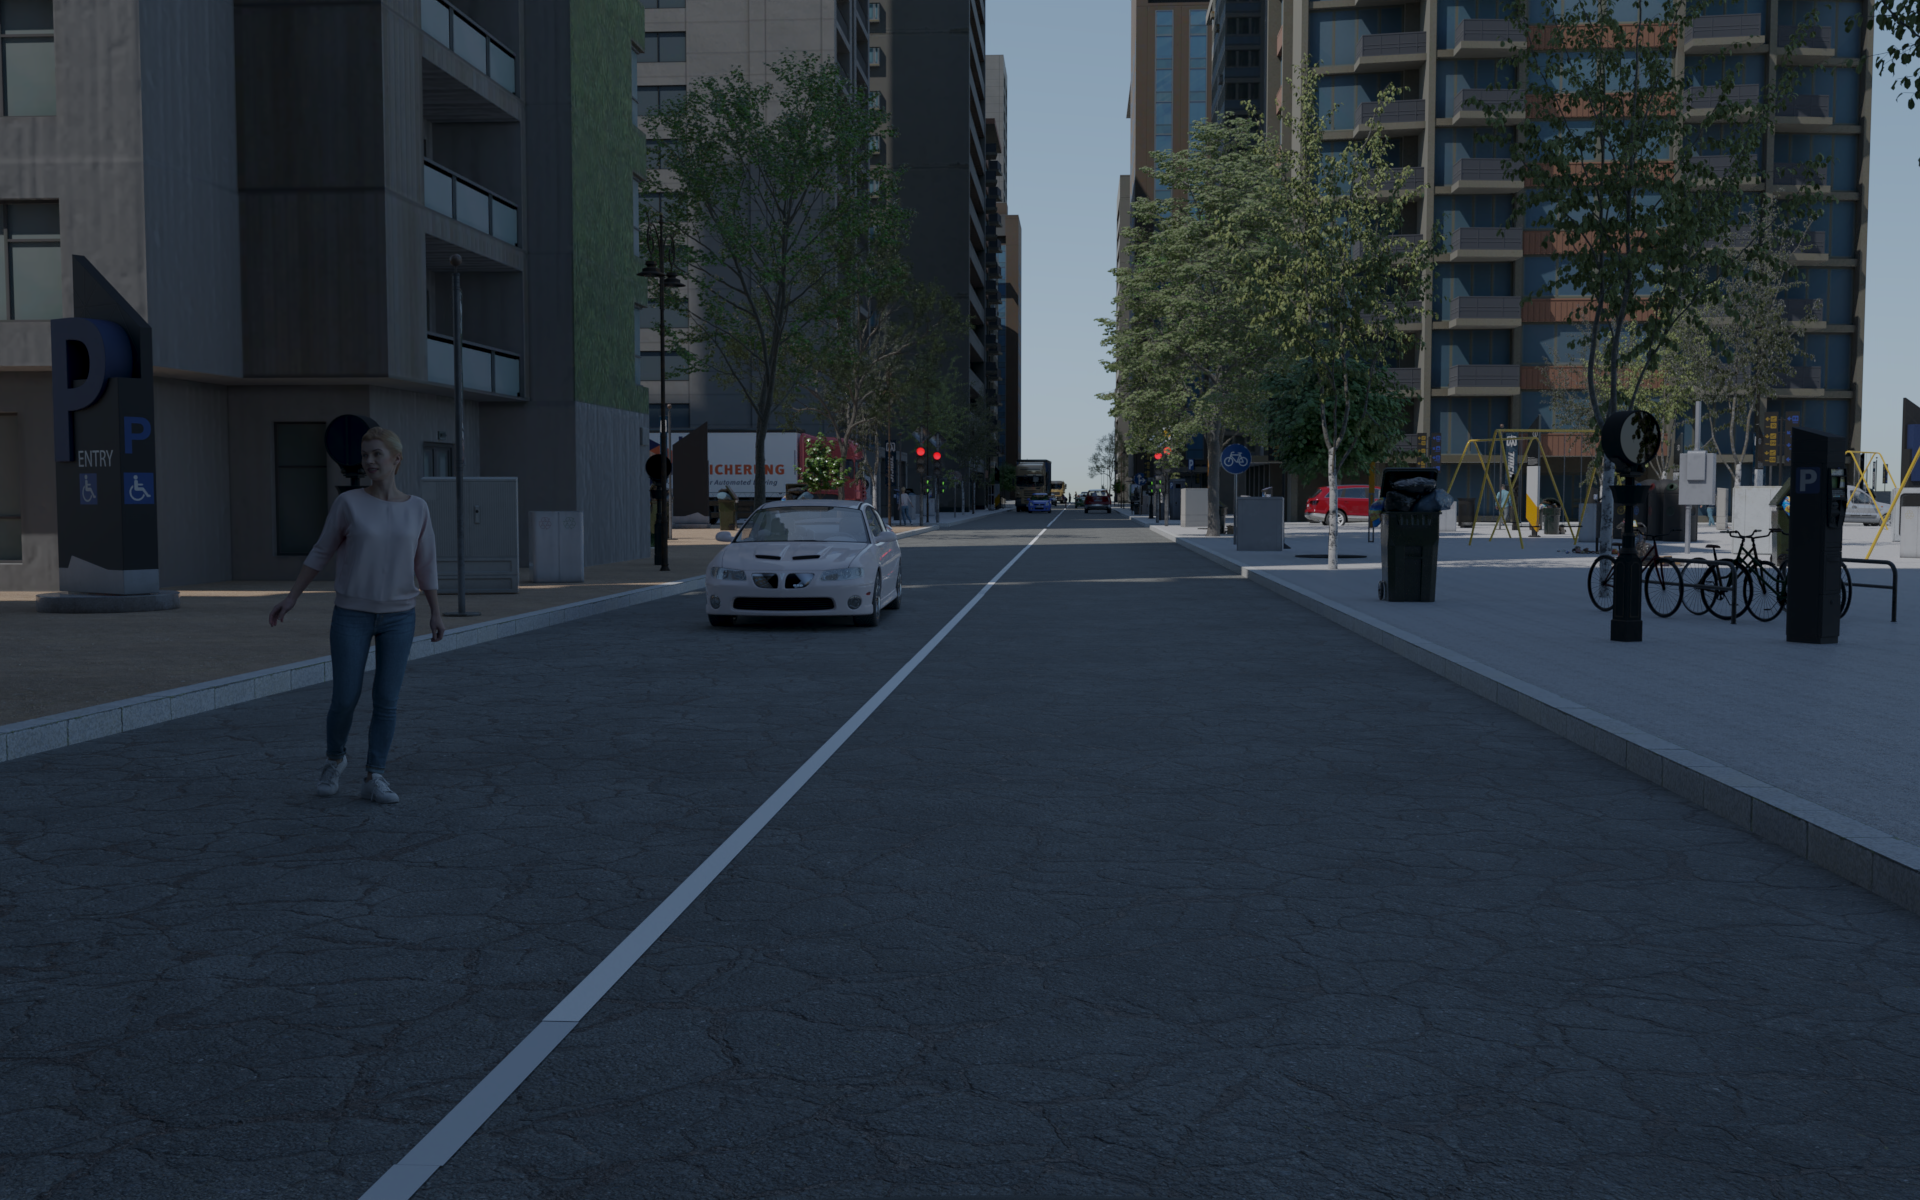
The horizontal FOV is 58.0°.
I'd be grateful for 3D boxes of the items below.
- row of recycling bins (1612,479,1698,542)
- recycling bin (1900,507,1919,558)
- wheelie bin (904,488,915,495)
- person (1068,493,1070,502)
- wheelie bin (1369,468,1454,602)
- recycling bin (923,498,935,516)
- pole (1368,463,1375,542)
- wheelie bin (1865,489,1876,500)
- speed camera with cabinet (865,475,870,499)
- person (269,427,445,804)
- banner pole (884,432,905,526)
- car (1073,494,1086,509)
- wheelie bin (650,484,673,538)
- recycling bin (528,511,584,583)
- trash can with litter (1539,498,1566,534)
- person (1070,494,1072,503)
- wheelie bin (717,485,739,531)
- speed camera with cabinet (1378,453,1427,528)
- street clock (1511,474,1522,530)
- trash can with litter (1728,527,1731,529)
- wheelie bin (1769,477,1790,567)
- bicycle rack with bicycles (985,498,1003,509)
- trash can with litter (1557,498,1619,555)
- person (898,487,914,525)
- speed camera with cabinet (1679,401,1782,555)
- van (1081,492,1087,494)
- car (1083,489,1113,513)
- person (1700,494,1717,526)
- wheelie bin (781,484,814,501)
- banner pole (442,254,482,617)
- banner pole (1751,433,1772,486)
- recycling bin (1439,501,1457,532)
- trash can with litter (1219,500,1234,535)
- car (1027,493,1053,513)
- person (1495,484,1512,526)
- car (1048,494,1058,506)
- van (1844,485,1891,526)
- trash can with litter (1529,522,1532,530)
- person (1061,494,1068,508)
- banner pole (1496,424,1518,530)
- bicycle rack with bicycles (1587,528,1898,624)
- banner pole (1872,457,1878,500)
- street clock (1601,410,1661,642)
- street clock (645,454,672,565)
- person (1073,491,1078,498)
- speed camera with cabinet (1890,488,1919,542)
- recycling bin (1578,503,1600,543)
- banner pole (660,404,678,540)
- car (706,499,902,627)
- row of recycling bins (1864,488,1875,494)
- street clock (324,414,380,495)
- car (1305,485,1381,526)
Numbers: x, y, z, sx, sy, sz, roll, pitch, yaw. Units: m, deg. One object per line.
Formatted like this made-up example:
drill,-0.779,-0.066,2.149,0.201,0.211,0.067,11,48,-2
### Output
row of recycling bins,19.300,-2.506,48.080,1.069,1.692,3.534,0,4,-8
recycling bin,19.407,-1.358,34.765,0.722,1.027,0.722,-2,4,-34
wheelie bin,-2.868,-5.396,96.125,0.980,1.594,0.693,2,4,30
person,18.994,-17.783,300.046,0.445,1.727,0.742,0,4,3
wheelie bin,5.413,-0.784,20.731,0.980,1.594,0.693,0,4,4
recycling bin,-1.907,-5.385,100.595,0.722,1.027,0.722,-1,4,-18
pole,10.910,-3.182,45.863,0.158,3.312,0.155,0,3,0
wheelie bin,57.769,-6.250,110.092,0.693,1.594,0.980,1,4,9
speed camera with cabinet,-5.292,-5.367,82.090,2.038,3.252,0.660,-2,4,-25
person,-2.856,0.065,8.109,0.731,1.740,0.598,-3,4,-38
banner pole,-2.642,-4.896,70.059,0.863,3.779,0.401,0,4,3
car,12.270,-9.754,171.272,2.131,1.459,4.920,0,4,4
wheelie bin,-8.663,-2.566,49.865,0.693,1.594,0.980,1,4,22
recycling bin,-5.894,-0.778,25.272,0.722,1.027,0.722,-1,4,-19
trash can with litter,18.833,-2.668,55.001,0.624,1.170,1.055,3,5,41
person,17.237,-15.740,269.070,0.599,1.433,0.991,-1,4,-10
wheelie bin,-8.180,-3.246,60.983,0.693,1.594,0.980,0,4,2
speed camera with cabinet,16.910,-4.362,65.659,2.038,3.252,0.660,3,5,43
street clock,19.607,-3.457,61.095,0.358,2.002,0.471,0,4,-2
trash can with litter,28.734,-3.255,64.279,2.233,1.210,1.678,-3,4,-38
wheelie bin,14.792,-1.399,30.783,0.693,1.594,0.980,1,4,14
bicycle rack with bicycles,2.667,-8.220,147.786,2.852,0.926,2.925,0,4,2
trash can with litter,13.798,-1.614,37.448,1.678,1.210,2.233,-1,4,-13
person,-2.262,-4.014,74.809,0.598,1.740,0.731,3,5,41
speed camera with cabinet,16.440,-2.601,36.858,2.038,3.252,0.660,2,4,29
van,21.087,-17.483,292.864,2.013,2.044,4.112,0,4,4
car,10.380,-7.451,130.503,2.281,1.827,5.304,0,4,4
person,31.344,-3.883,72.335,0.721,1.781,0.623,3,4,36
wheelie bin,-4.890,-2.702,52.093,0.980,1.594,0.693,0,4,-2
banner pole,-5.297,-1.735,18.381,0.401,3.779,0.863,-1,4,-11
banner pole,28.791,-4.405,62.036,0.863,3.779,0.401,0,4,6
recycling bin,16.551,-2.859,59.297,0.722,1.027,0.722,0,4,1
trash can with litter,8.467,-2.683,55.254,1.055,1.170,0.624,2,4,34
car,6.013,-7.387,130.370,1.945,1.707,3.694,0,4,4
person,22.868,-3.953,72.999,0.638,1.841,0.748,3,5,39
car,10.534,-11.877,203.975,2.009,1.686,4.222,0,4,2
van,36.469,-3.927,71.218,4.112,2.044,2.013,0,4,4
trash can with litter,20.509,-3.064,61.490,0.624,1.170,1.055,1,4,16
person,10.481,-9.896,173.530,0.697,1.427,0.421,-1,4,-21
banner pole,19.549,-4.397,61.905,0.863,3.779,0.401,3,5,44
bicycle rack with bicycles,8.250,-0.276,17.889,2.852,0.926,2.925,-1,4,-8
banner pole,61.567,-7.741,116.589,0.401,3.779,0.863,0,4,8
street clock,5.814,-0.641,15.054,0.471,2.002,0.358,-2,4,-23
street clock,-5.427,-1.631,31.230,0.471,2.002,0.358,-1,4,-12
person,15.894,-14.045,238.151,0.705,1.822,1.348,-2,4,-23
speed camera with cabinet,26.018,-3.168,46.132,2.038,3.252,0.660,1,4,22
recycling bin,16.888,-2.055,46.147,0.722,1.027,0.722,2,4,24
banner pole,-8.212,-3.574,48.456,0.401,3.779,0.863,-2,4,-35
car,-1.727,-0.484,20.276,2.083,1.381,4.827,0,4,3
row of recycling bins,62.855,-7.087,122.984,3.534,1.692,1.069,2,4,25
street clock,-5.522,-0.689,15.837,0.471,2.002,0.358,1,4,9
car,16.930,-3.840,71.452,5.304,1.827,2.281,0,4,6
